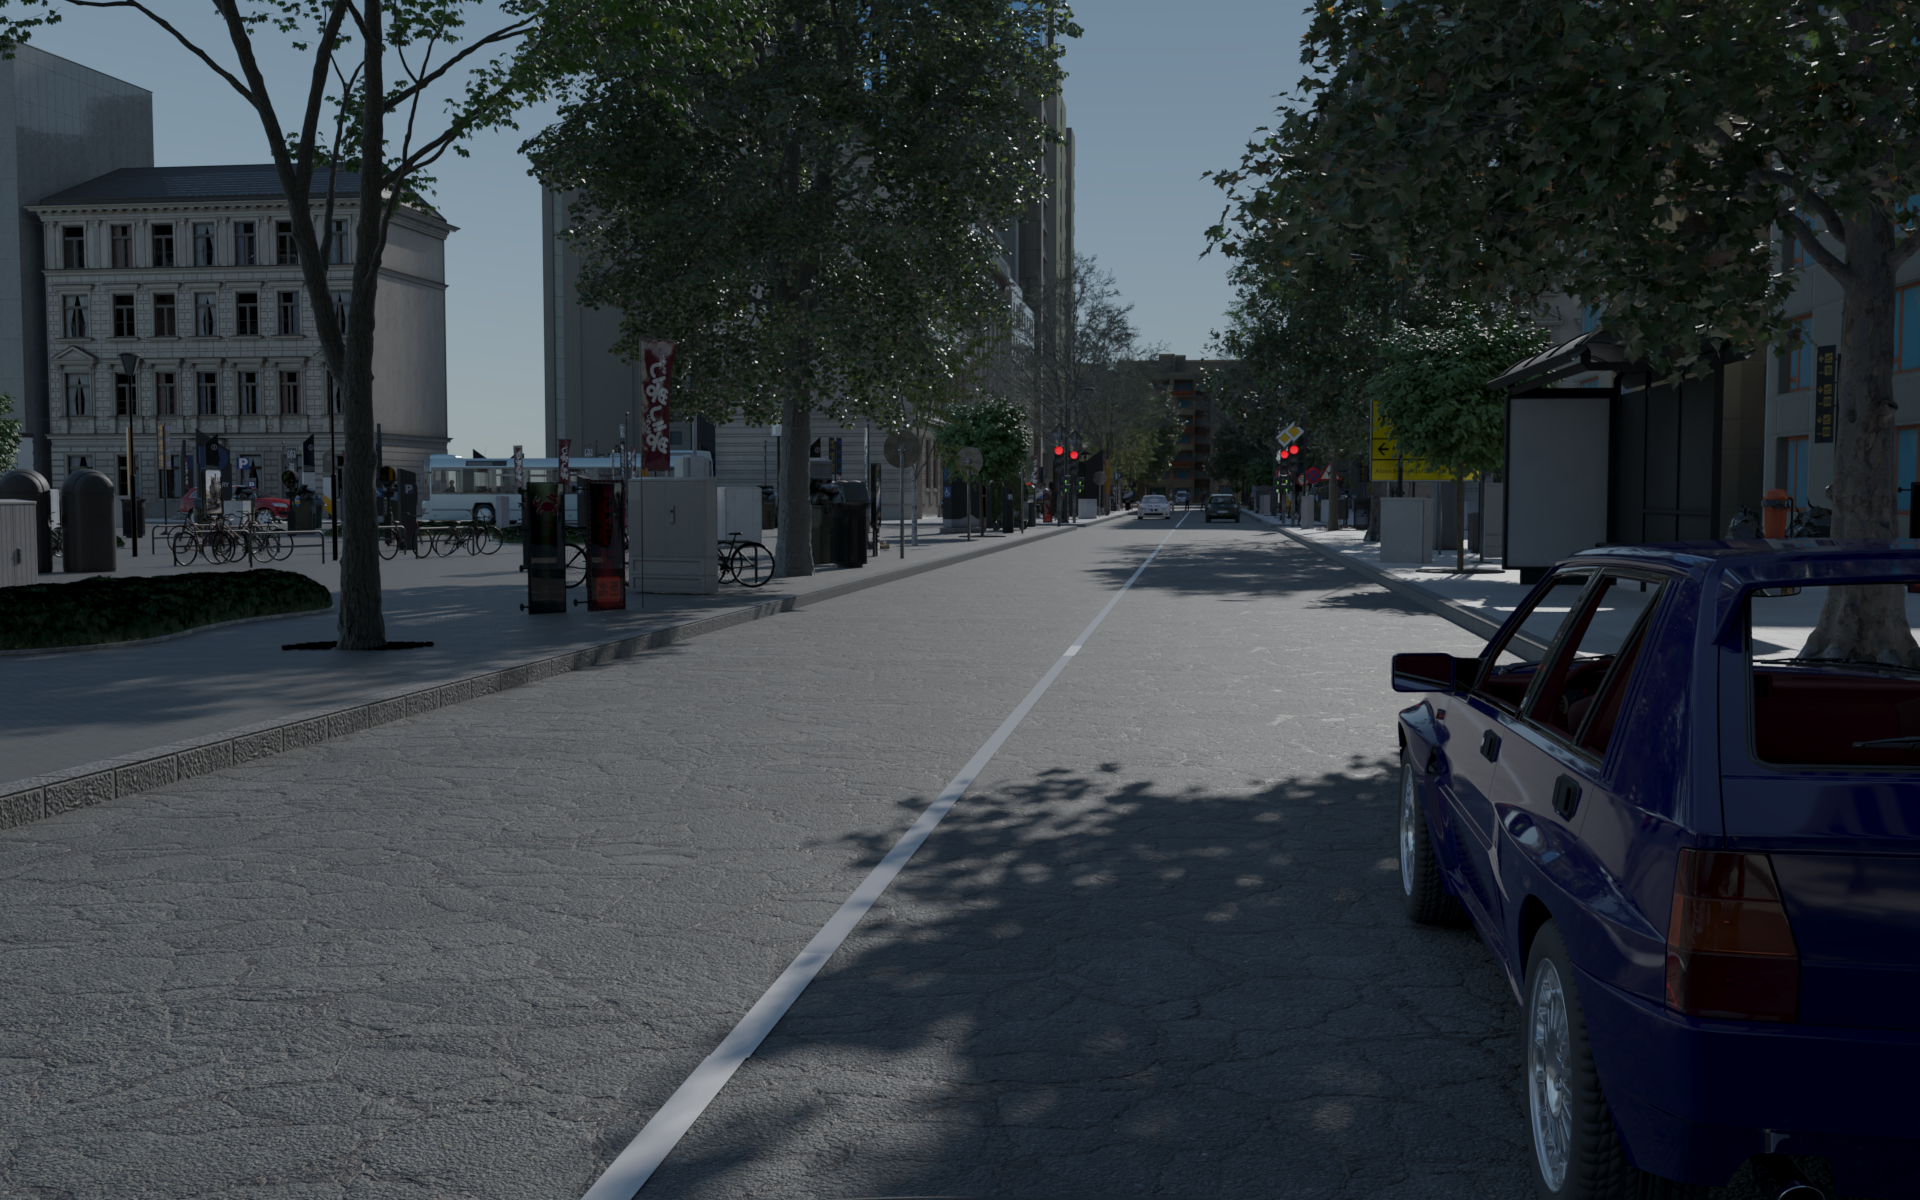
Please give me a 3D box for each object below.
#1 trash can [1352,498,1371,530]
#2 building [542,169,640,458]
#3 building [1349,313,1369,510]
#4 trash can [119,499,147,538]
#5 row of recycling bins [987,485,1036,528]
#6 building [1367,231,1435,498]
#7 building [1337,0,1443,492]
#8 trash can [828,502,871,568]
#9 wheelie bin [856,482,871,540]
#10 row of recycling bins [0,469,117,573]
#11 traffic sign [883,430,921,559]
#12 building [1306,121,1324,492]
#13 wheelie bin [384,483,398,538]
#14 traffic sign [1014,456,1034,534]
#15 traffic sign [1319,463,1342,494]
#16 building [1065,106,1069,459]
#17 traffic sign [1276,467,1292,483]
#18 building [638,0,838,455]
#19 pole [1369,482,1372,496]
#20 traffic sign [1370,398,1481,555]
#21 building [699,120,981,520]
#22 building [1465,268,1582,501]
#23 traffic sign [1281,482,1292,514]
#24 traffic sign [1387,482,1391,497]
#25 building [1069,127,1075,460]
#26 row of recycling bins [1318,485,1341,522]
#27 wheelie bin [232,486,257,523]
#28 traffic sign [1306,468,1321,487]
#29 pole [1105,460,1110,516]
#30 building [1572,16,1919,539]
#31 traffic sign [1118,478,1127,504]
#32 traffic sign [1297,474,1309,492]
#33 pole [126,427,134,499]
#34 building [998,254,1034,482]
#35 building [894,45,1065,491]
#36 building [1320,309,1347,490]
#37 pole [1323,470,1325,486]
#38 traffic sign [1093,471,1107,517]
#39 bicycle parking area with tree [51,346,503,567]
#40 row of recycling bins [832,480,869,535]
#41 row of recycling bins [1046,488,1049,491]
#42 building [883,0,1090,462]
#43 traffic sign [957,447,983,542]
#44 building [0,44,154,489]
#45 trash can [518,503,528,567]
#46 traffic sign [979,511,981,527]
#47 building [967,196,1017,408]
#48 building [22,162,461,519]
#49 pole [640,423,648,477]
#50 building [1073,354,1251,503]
[{"bbox_3d":[14.445,-3.092,62.200,0.748,1.137,0.748,0,3,0],"label":"trash can"},{"bbox_3d":[-43.651,-32.783,219.595,14.086,41.232,14.154,0,4,8],"label":"building"},{"bbox_3d":[37.938,-19.521,137.195,12.078,24.808,19.932,0,4,8],"label":"building"},{"bbox_3d":[-24.151,-2.383,50.620,0.748,1.137,0.748,0,3,0],"label":"trash can"},{"bbox_3d":[1.726,-3.630,66.458,1.069,1.692,3.534,2,4,35],"label":"row of recycling bins"},{"bbox_3d":[35.236,-20.267,117.271,13.634,28.700,20.117,0,4,8],"label":"building"},{"bbox_3d":[47.335,-33.190,162.259,23.786,49.044,30.456,0,4,8],"label":"building"},{"bbox_3d":[-1.925,-1.140,30.288,0.748,1.137,0.748,0,3,0],"label":"trash can"},{"bbox_3d":[-2.788,-2.267,44.981,0.980,1.594,0.693,-1,4,-20],"label":"wheelie bin"},{"bbox_3d":[-15.650,-1.286,28.140,3.534,1.692,1.069,-1,4,-18],"label":"row of recycling bins"},{"bbox_3d":[-1.151,-2.095,34.366,0.768,2.556,0.104,1,4,10],"label":"traffic sign"},{"bbox_3d":[51.980,-35.407,202.602,21.300,48.544,21.600,0,4,8],"label":"building"},{"bbox_3d":[-15.748,-2.481,48.473,0.693,1.594,0.980,-2,4,-31],"label":"wheelie bin"},{"bbox_3d":[2.024,-3.427,56.138,0.768,2.556,0.104,1,4,10],"label":"traffic sign"},{"bbox_3d":[14.343,-4.109,67.181,0.884,2.594,0.081,1,4,13],"label":"traffic sign"},{"bbox_3d":[3.048,-30.001,174.114,14.154,41.232,14.086,0,4,8],"label":"building"},{"bbox_3d":[14.707,-4.796,78.517,0.768,2.556,0.104,1,4,17],"label":"traffic sign"},{"bbox_3d":[-26.469,-47.380,212.907,20.611,71.187,20.563,0,4,8],"label":"building"},{"bbox_3d":[28.183,-7.651,118.942,0.158,3.312,0.155,0,3,0],"label":"pole"},{"bbox_3d":[9.764,-2.598,36.354,2.265,3.308,0.079,1,4,13],"label":"traffic sign"},{"bbox_3d":[-5.936,-15.861,95.487,11.583,22.565,21.152,0,4,8],"label":"building"},{"bbox_3d":[35.278,-15.165,84.108,21.152,22.565,11.583,0,4,8],"label":"building"},{"bbox_3d":[21.269,-6.890,112.653,0.884,2.594,0.081,1,4,14],"label":"traffic sign"},{"bbox_3d":[9.763,-2.403,39.391,0.768,2.556,0.104,1,4,10],"label":"traffic sign"},{"bbox_3d":[4.940,-30.891,188.658,14.154,41.232,14.086,0,4,8],"label":"building"},{"bbox_3d":[16.791,-4.371,78.575,1.069,1.692,3.534,1,4,9],"label":"row of recycling bins"},{"bbox_3d":[-28.385,-3.723,68.783,0.693,1.594,0.980,2,4,34],"label":"wheelie bin"},{"bbox_3d":[17.030,-5.105,83.568,0.768,2.556,0.104,1,4,13],"label":"traffic sign"},{"bbox_3d":[9.181,-6.930,107.150,0.158,3.312,0.155,0,3,0],"label":"pole"},{"bbox_3d":[32.105,-12.002,41.264,27.650,21.520,28.899,0,4,8],"label":"building"},{"bbox_3d":[12.675,-8.258,135.122,0.768,2.556,0.104,1,4,9],"label":"traffic sign"},{"bbox_3d":[21.338,-6.581,107.703,0.768,2.556,0.104,1,4,16],"label":"traffic sign"},{"bbox_3d":[-25.411,-3.624,53.098,0.158,3.312,0.155,0,3,0],"label":"pole"},{"bbox_3d":[-0.084,-17.353,138.471,10.420,20.320,16.860,0,4,8],"label":"building"},{"bbox_3d":[1.740,-29.138,159.995,14.154,41.232,14.086,0,4,8],"label":"building"},{"bbox_3d":[46.389,-32.740,185.410,14.600,45.320,14.200,0,4,8],"label":"building"},{"bbox_3d":[30.727,-9.314,146.121,0.158,3.312,0.155,0,3,0],"label":"pole"},{"bbox_3d":[7.773,-5.889,96.393,0.768,2.556,0.104,1,4,14],"label":"traffic sign"},{"bbox_3d":[-14.352,-2.898,34.384,8.231,4.147,9.016,3,4,36],"label":"bicycle parking area with tree"},{"bbox_3d":[-3.874,-2.804,52.964,1.069,1.692,3.534,-2,4,-33],"label":"row of recycling bins"},{"bbox_3d":[4.190,-6.506,113.485,3.534,1.692,1.069,1,4,20],"label":"row of recycling bins"},{"bbox_3d":[-0.469,-54.783,208.369,31.000,86.520,22.319,0,4,8],"label":"building"},{"bbox_3d":[0.236,-2.846,46.645,0.768,2.556,0.104,1,4,15],"label":"traffic sign"},{"bbox_3d":[-57.989,-17.103,97.650,19.932,24.808,12.078,0,4,8],"label":"building"},{"bbox_3d":[-7.010,-1.060,28.981,0.748,1.137,0.748,0,3,0],"label":"trash can"},{"bbox_3d":[0.657,-3.561,58.334,0.768,2.556,0.104,1,4,11],"label":"traffic sign"},{"bbox_3d":[-4.042,-16.915,118.358,13.314,21.916,24.055,0,4,8],"label":"building"},{"bbox_3d":[-38.456,-14.048,94.305,19.286,19.102,10.561,0,4,8],"label":"building"},{"bbox_3d":[-7.759,-2.981,42.585,0.158,3.312,0.155,0,3,0],"label":"pole"},{"bbox_3d":[31.322,-25.070,254.926,28.899,21.520,27.650,0,4,8],"label":"building"}]
